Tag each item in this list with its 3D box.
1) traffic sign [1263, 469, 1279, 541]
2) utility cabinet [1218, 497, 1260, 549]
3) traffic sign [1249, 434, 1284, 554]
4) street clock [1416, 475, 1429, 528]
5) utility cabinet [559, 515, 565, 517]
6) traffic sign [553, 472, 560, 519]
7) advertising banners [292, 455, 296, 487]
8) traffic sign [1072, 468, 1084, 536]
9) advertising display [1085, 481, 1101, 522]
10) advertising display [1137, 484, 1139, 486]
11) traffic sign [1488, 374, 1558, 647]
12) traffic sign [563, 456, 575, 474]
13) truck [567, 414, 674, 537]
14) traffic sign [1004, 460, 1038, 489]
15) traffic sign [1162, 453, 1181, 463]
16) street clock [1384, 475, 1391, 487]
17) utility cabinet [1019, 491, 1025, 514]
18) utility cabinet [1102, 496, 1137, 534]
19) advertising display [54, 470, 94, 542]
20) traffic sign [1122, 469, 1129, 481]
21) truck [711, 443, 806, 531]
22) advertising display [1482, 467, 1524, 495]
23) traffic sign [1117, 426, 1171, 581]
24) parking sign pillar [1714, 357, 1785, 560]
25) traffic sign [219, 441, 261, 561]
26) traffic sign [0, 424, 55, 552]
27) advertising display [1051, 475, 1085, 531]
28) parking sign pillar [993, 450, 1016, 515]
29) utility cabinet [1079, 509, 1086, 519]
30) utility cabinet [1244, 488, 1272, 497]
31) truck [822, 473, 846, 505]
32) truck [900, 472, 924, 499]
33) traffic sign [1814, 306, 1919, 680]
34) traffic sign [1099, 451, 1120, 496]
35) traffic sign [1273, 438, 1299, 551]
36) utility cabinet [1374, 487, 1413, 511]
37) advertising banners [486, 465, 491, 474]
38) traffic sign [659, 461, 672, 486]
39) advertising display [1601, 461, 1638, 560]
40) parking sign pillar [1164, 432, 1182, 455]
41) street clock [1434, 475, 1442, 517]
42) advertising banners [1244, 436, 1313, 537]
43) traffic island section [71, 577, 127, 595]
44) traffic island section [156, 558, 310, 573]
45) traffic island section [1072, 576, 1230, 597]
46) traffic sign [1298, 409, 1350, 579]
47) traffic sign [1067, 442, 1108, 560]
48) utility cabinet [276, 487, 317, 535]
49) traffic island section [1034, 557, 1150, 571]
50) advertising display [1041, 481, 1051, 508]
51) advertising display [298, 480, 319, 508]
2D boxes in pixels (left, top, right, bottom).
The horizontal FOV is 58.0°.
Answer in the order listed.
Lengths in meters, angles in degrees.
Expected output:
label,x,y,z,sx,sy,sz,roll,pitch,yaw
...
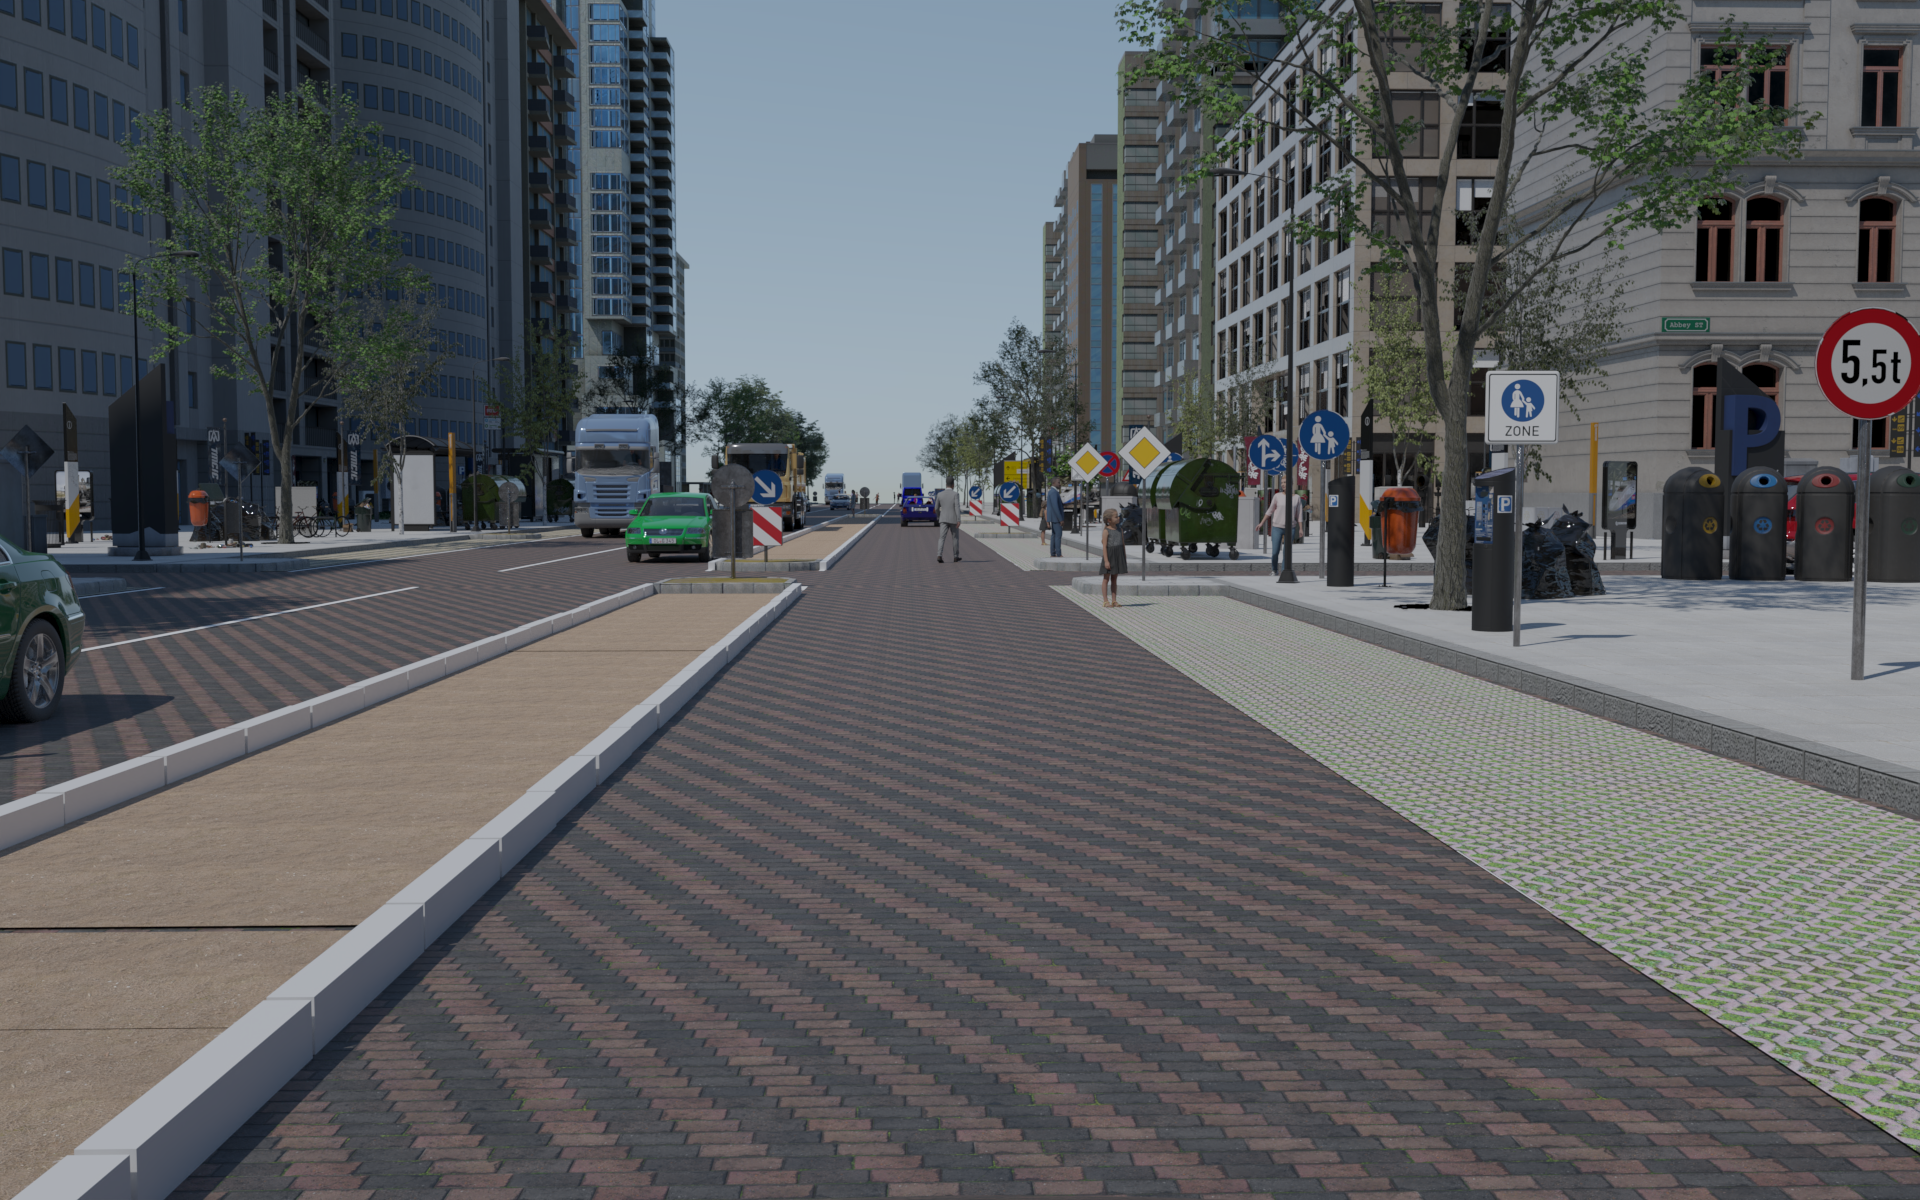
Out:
label,x,y,z,sx,sy,sz,roll,pitch,yaw
traffic sign,8.531,-2.880,47.186,0.768,2.556,0.104,0,4,0
utility cabinet,6.477,-1.793,40.481,1.020,1.237,0.306,3,4,36
traffic sign,6.552,-2.264,37.120,0.768,2.556,0.104,0,4,-1
street clock,17.631,-3.759,66.031,0.358,2.002,0.471,-2,4,-32
utility cabinet,-22.014,-5.199,93.683,1.173,1.500,0.318,-2,4,-26
traffic sign,-20.887,-5.439,89.029,0.768,2.556,0.104,0,4,5
advertising banners,-30.111,-4.994,77.836,0.090,3.025,2.074,-2,4,-34
traffic sign,3.687,-3.088,52.616,0.606,2.300,0.079,0,4,0
advertising display,5.942,-4.523,79.162,0.974,1.923,0.123,1,4,19
advertising display,10.756,-5.981,103.011,0.974,1.923,0.123,1,4,23
traffic sign,4.680,-0.756,14.496,0.606,2.300,0.079,0,4,0
traffic sign,-20.120,-6.042,92.665,2.265,3.308,0.079,0,4,5
truck,-11.688,-4.553,64.195,2.967,4.110,18.799,0,4,-3
traffic sign,3.762,-6.773,104.609,2.265,3.308,0.079,0,3,0
traffic sign,6.554,-3.260,53.413,0.768,2.556,0.104,0,4,0
street clock,16.291,-3.763,66.090,0.358,2.002,0.471,1,4,10
utility cabinet,3.732,-6.100,108.408,0.318,1.500,1.173,-1,4,-20
utility cabinet,4.614,-2.384,50.133,1.020,1.237,0.306,2,4,34
advertising display,-23.527,-2.496,46.026,0.974,1.923,0.123,0,3,0
traffic sign,7.073,-4.341,70.972,0.884,2.594,0.081,0,4,6
truck,-7.676,-4.442,68.554,3.469,3.379,9.791,0,4,-1
advertising display,13.067,-2.234,41.742,0.974,1.923,0.123,0,4,4
traffic sign,2.710,-1.338,25.525,0.795,2.450,0.064,0,4,-2
parking sign pillar,15.603,-2.798,34.223,1.447,3.967,1.447,-1,4,-15
traffic sign,-13.723,-1.797,33.031,0.795,2.450,0.064,0,4,-2
traffic sign,-13.477,-1.309,25.049,0.795,2.450,0.064,0,4,-2
advertising display,3.731,-3.347,59.937,0.974,1.923,0.123,1,4,17
parking sign pillar,2.785,-7.221,106.533,1.447,3.967,1.447,0,4,2
utility cabinet,6.513,-4.806,89.739,0.306,1.237,1.020,-1,4,-19
utility cabinet,10.795,-3.320,62.959,0.318,1.500,1.173,-3,5,-43
truck,-16.284,-14.742,230.784,2.967,4.110,18.799,0,4,-1
truck,-5.783,-13.391,208.698,2.967,4.110,18.799,0,4,-2
traffic sign,6.195,-0.720,11.879,0.768,2.556,0.104,0,4,-1
traffic sign,4.363,-3.130,51.290,0.768,2.556,0.104,0,4,6
traffic sign,7.266,-2.391,39.200,0.768,2.556,0.104,0,4,1
utility cabinet,12.864,-2.616,51.446,0.318,1.500,1.173,-3,4,-38
advertising banners,-28.779,-6.507,102.578,2.074,3.025,0.090,-2,4,-33
traffic sign,-19.116,-6.988,108.122,2.265,3.308,0.079,0,4,2
advertising display,12.872,-1.749,33.813,0.974,1.923,0.123,-2,4,-35
parking sign pillar,8.937,-5.296,75.063,1.447,3.967,1.447,-1,4,-10
street clock,18.258,-3.766,66.136,0.358,2.002,0.471,1,4,14
advertising banners,9.548,-3.415,52.019,2.074,3.025,0.090,1,4,19
traffic island section,-13.501,-0.173,25.110,2.009,0.180,2.903,0,4,-2
traffic island section,-13.746,-0.661,33.092,2.009,0.180,2.903,0,4,-2
traffic island section,2.733,-0.203,25.603,2.009,0.180,2.903,0,4,-2
traffic sign,5.492,-1.597,26.210,0.768,2.556,0.104,0,4,3
traffic sign,2.464,-1.827,33.507,0.795,2.450,0.064,0,4,-2
utility cabinet,-20.638,-2.763,53.858,1.173,1.500,0.318,-1,4,-22
traffic island section,2.487,-0.691,33.584,2.009,0.180,2.903,0,4,-2
advertising display,4.468,-4.907,85.448,0.974,1.923,0.123,2,4,23
advertising display,-30.274,-4.602,80.456,0.123,1.923,0.974,3,4,38
